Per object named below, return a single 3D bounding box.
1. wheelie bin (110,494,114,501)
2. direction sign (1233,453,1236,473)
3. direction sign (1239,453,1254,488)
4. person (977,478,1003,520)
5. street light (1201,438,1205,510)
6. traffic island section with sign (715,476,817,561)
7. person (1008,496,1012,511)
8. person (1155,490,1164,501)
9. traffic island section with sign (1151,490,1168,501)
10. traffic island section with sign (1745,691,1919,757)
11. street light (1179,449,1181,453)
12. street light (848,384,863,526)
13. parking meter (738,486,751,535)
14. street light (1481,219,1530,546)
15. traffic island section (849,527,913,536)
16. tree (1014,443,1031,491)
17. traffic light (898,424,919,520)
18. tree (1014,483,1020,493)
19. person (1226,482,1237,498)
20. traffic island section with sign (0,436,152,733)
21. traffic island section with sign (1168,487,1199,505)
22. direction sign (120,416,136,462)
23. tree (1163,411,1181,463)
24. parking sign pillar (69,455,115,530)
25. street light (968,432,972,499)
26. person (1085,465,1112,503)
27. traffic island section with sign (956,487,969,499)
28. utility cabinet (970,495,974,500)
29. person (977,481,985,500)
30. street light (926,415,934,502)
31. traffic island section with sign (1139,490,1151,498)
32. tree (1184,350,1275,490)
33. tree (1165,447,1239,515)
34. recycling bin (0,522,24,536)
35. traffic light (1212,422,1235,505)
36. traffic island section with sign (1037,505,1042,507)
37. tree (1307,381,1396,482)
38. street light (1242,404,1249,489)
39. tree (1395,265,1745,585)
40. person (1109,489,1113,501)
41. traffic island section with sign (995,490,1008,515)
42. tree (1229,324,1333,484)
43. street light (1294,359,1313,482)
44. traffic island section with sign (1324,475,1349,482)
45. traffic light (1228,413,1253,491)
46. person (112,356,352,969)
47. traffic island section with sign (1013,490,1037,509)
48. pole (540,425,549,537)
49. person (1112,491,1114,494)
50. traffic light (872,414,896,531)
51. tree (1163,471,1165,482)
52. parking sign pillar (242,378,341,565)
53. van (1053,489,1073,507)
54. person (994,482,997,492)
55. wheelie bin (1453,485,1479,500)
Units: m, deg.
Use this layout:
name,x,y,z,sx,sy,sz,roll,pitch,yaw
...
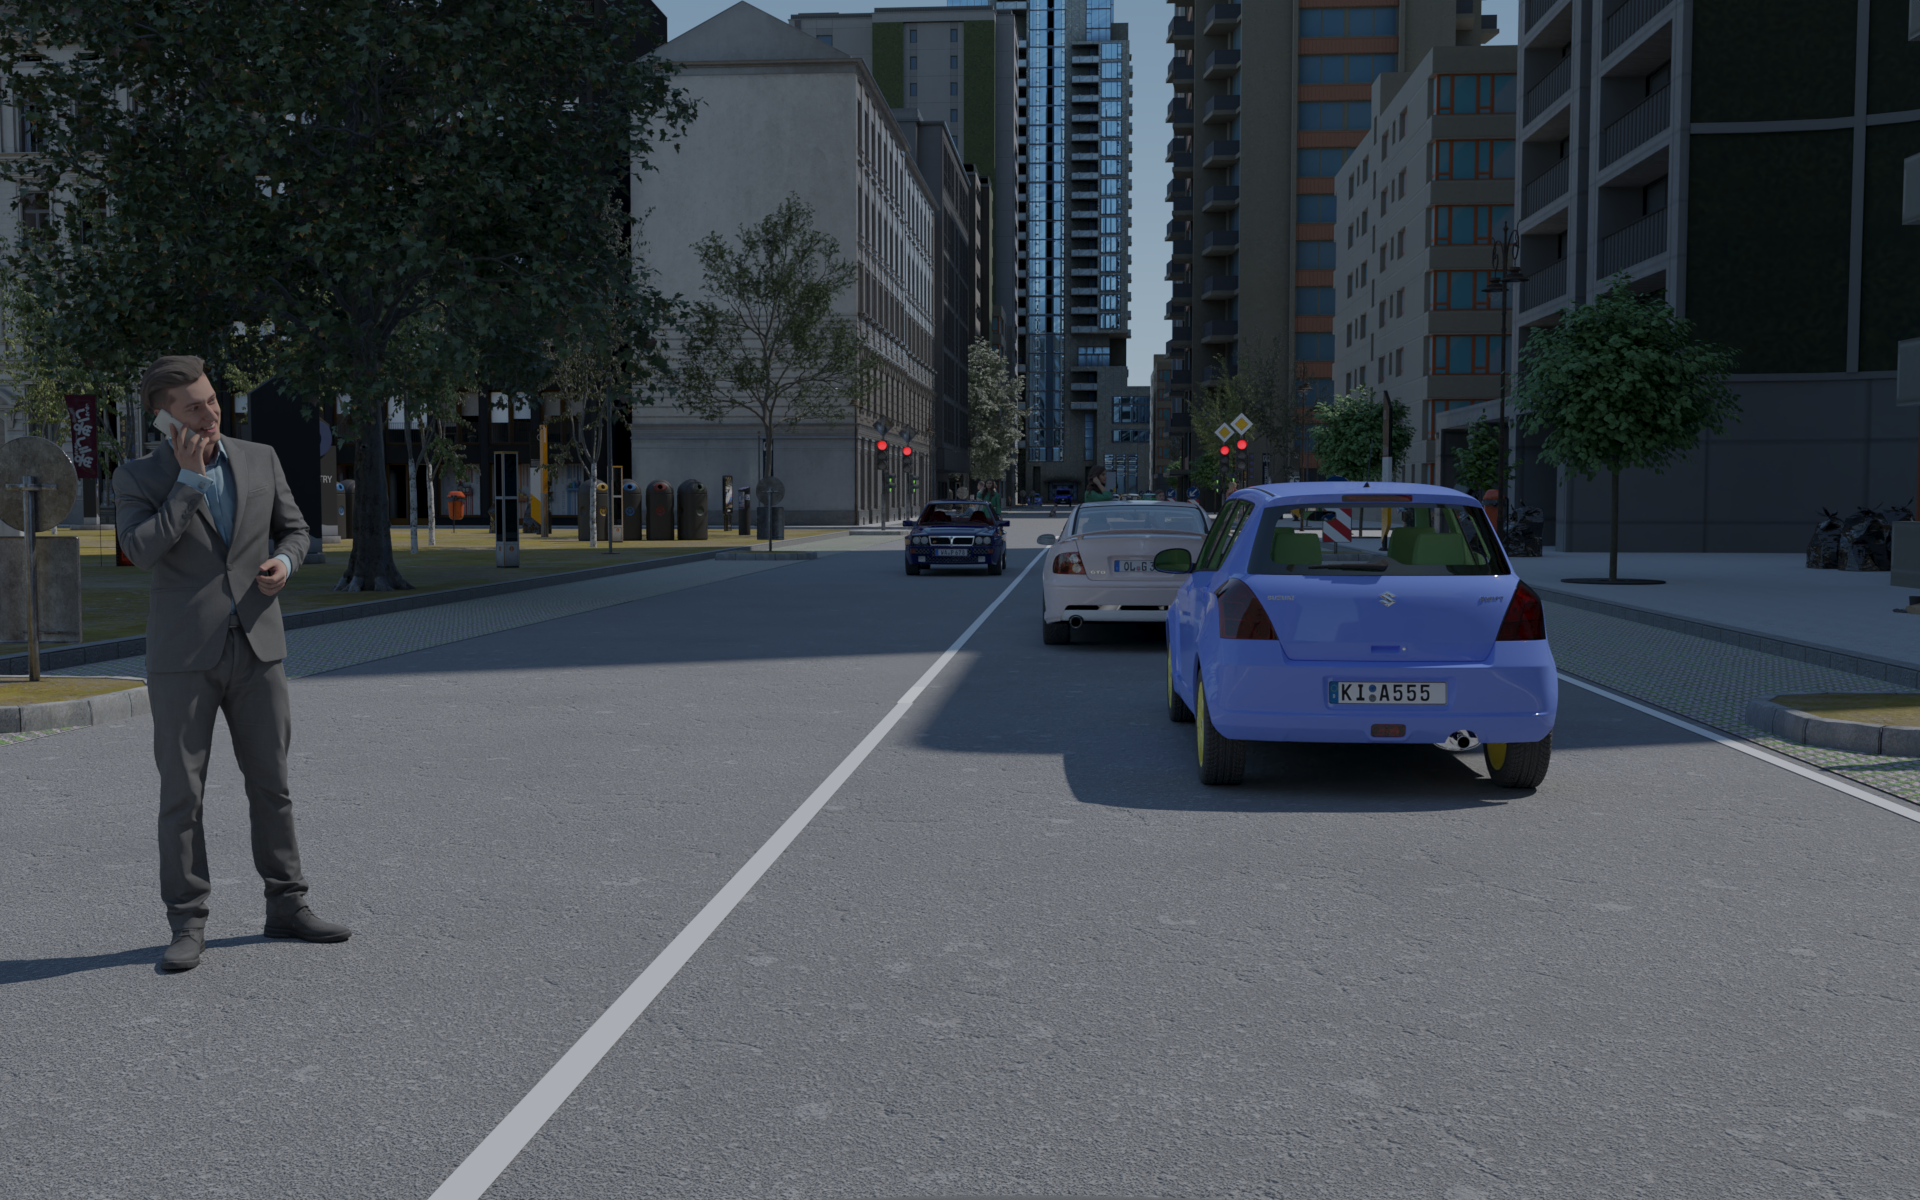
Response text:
name,x,y,z,sx,sy,sz,roll,pitch,yaw
wheelie bin,-19.945,-2.069,41.738,0.980,1.594,0.693,-1,4,-15
direction sign,15.549,-6.385,96.392,0.876,3.537,0.379,3,5,41
direction sign,15.657,-6.257,94.303,0.876,3.537,0.379,-3,4,-37
person,0.675,-1.873,39.374,0.600,1.795,0.529,0,3,0
street light,15.892,-8.543,112.473,0.468,5.910,1.993,0,4,4
traffic island section with sign,-4.197,-1.797,38.009,1.989,1.847,2.006,0,4,4
person,4.124,-8.018,144.257,0.373,1.253,0.362,-1,4,-9
person,3.509,-1.187,30.506,0.523,1.515,0.503,0,4,0
traffic island section with sign,14.476,-6.809,119.956,1.989,1.847,2.006,0,4,4
traffic island section with sign,5.822,-0.094,10.173,1.989,1.847,2.006,0,4,4
street light,18.173,-10.364,142.242,0.468,5.910,1.993,0,4,4
street light,-4.191,-5.923,69.628,0.468,5.910,1.993,0,4,4
parking meter,-6.728,-2.790,54.032,0.372,1.533,0.369,0,3,0
street light,9.234,-3.467,29.477,0.468,5.910,1.993,0,4,4
traffic island section,-2.718,-2.366,60.965,2.009,0.180,2.903,0,4,4
tree,5.672,-14.739,191.347,4.360,8.622,3.978,0,3,0
traffic light,-2.052,-4.885,68.788,0.839,4.253,0.868,0,4,4
tree,5.842,-12.455,198.235,1.663,3.219,1.824,0,3,0
person,8.971,-2.975,57.114,0.573,1.828,0.580,-1,4,-20
traffic island section with sign,-6.313,-0.153,11.137,1.989,1.847,2.006,0,4,4
traffic island section with sign,12.328,-5.141,92.687,1.989,1.847,2.006,0,4,4
direction sign,-24.113,-3.563,50.250,0.876,3.537,0.379,3,5,39
tree,19.377,-12.235,150.403,4.360,8.622,3.978,0,3,0
parking sign pillar,-30.954,-4.476,61.651,1.447,3.967,1.447,-1,4,-22
street light,0.707,-9.579,129.401,0.468,5.910,1.993,0,4,4
person,1.725,-0.807,21.942,0.529,1.795,0.600,1,4,15
traffic island section with sign,0.182,-5.192,93.516,1.989,1.847,2.006,0,4,4
utility cabinet,0.910,-7.604,135.493,0.306,1.237,1.020,0,4,6
person,0.691,-2.612,51.298,0.391,1.810,0.635,2,4,33
street light,-1.733,-7.759,99.644,0.468,5.910,1.993,0,4,4
traffic island section with sign,20.584,-11.548,197.437,1.989,1.847,2.006,0,4,4
tree,13.778,-8.418,88.004,4.737,8.622,4.395,0,3,0
tree,16.141,-7.668,109.083,4.285,4.588,4.351,0,3,0
recycling bin,-20.967,-1.573,38.276,0.722,1.027,0.722,0,4,-4
traffic light,10.323,-4.826,67.832,0.839,4.253,0.868,0,4,4
traffic island section with sign,8.371,-11.551,197.487,1.989,1.847,2.006,0,4,4
tree,11.667,-4.086,50.514,4.285,4.588,4.351,0,3,0
street light,13.475,-6.694,82.228,0.468,5.910,1.993,0,4,4
tree,9.405,-2.528,25.045,4.285,4.588,4.351,0,3,0
person,11.011,-7.229,126.966,0.793,1.790,0.793,-3,5,-43
traffic island section with sign,2.349,-6.876,121.053,1.989,1.847,2.006,0,4,4
tree,13.697,-7.633,75.155,4.360,8.622,3.978,0,3,0
street light,11.729,-5.287,59.229,0.468,5.910,1.993,0,4,4
traffic island section with sign,7.983,-1.778,37.692,1.989,1.847,2.006,0,4,4
traffic light,9.695,-4.339,59.871,0.839,4.253,0.868,0,4,4
person,-2.237,0.181,5.342,0.655,1.846,0.447,-3,5,-44
traffic island section with sign,6.260,-9.907,170.615,1.989,1.847,2.006,0,4,4
pole,-12.299,-3.509,51.210,0.158,3.312,0.155,0,3,0
person,15.942,-10.604,181.500,1.348,1.869,0.705,0,3,0
traffic light,-2.679,-4.398,60.827,0.839,4.253,0.868,0,4,4
tree,18.765,-9.901,145.600,4.285,4.588,4.351,0,3,0
parking sign pillar,-12.483,-2.654,31.872,1.447,3.967,1.447,3,5,44
van,11.574,-11.619,194.351,2.240,2.365,5.245,0,4,4
person,0.728,-2.314,46.604,0.573,1.790,0.520,-1,4,-14
wheelie bin,12.903,-2.230,44.362,0.693,1.594,0.980,-1,4,-22
